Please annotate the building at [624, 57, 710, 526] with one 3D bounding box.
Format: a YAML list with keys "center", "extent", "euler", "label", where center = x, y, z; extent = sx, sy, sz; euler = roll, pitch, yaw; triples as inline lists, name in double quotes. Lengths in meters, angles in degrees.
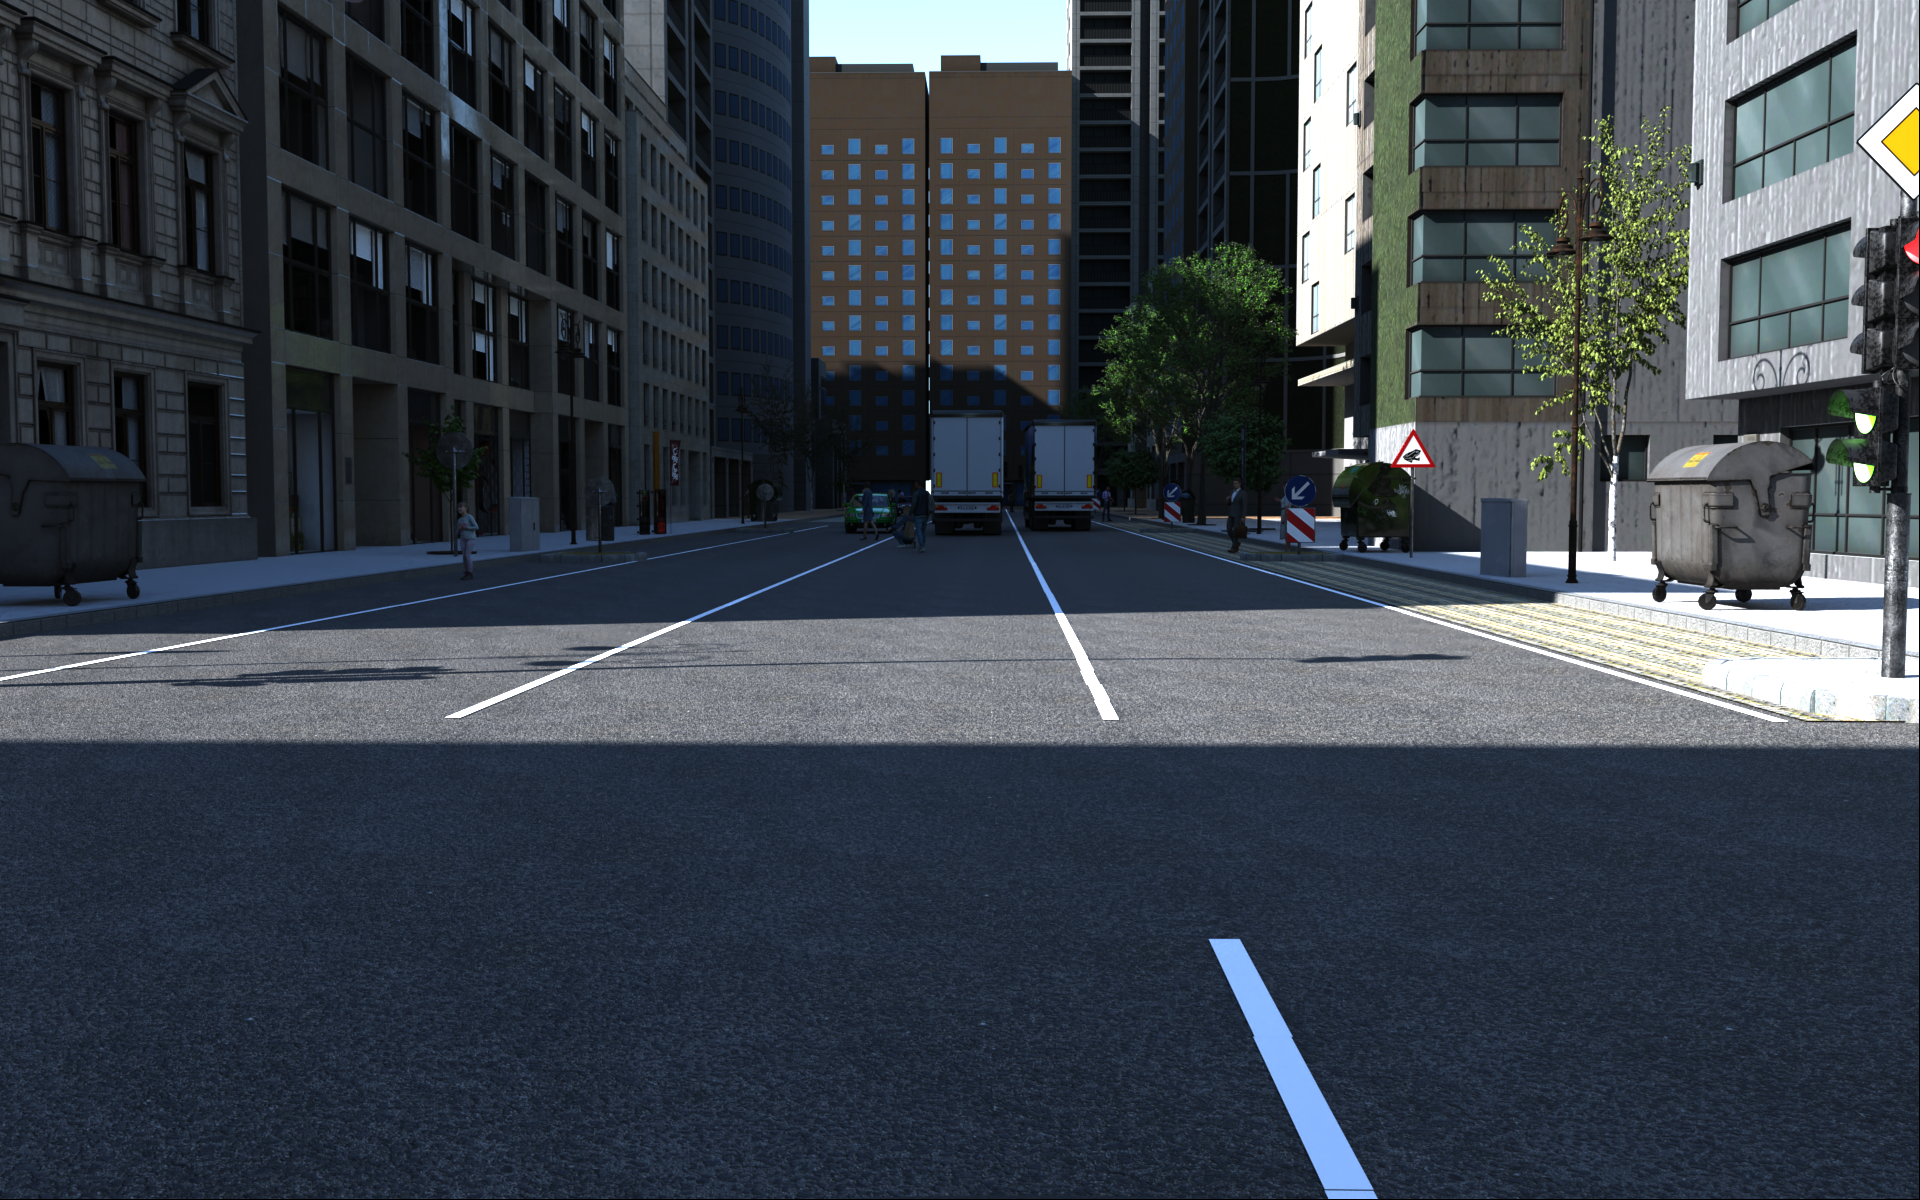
- center: [-17.808, -13.619, 77.419]
  extent: [10.420, 20.320, 16.860]
  euler: [0, 4, 1]
  label: "building"

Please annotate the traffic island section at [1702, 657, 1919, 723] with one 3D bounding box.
- center: [6.558, 0.621, 12.133]
  extent: [2.009, 0.180, 2.903]
  euler: [0, 4, 1]
  label: "traffic island section"

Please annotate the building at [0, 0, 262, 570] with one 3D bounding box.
- center: [-18.671, -9.773, 24.423]
  extent: [10.561, 19.102, 19.286]
  euler: [0, 4, 1]
  label: "building"

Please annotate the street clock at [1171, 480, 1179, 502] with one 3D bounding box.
- center: [10.731, -5.015, 86.563]
  extent: [0.358, 2.002, 0.471]
  euler: [-2, 4, -25]
  label: "street clock"

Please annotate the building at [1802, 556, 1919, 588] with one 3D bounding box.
- center: [19.025, -15.290, 21.692]
  extent: [14.107, 30.474, 14.160]
  euler: [0, 4, 1]
  label: "building"

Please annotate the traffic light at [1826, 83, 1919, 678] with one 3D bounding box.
- center: [6.518, -1.413, 12.020]
  extent: [0.839, 4.253, 0.868]
  euler: [0, 4, 1]
  label: "traffic light"

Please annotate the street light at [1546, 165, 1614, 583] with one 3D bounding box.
- center: [8.824, -3.181, 24.799]
  extent: [0.468, 5.910, 1.993]
  euler: [0, 4, 1]
  label: "street light"

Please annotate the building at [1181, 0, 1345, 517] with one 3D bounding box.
- center: [23.638, -40.759, 104.654]
  extent: [20.563, 71.187, 20.611]
  euler: [0, 4, 1]
  label: "building"

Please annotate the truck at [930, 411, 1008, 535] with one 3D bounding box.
- center: [0.364, -4.582, 63.827]
  extent: [2.839, 4.237, 11.283]
  euler: [0, 4, 1]
  label: "truck"

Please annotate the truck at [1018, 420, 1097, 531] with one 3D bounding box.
- center: [3.948, -5.018, 70.962]
  extent: [2.839, 4.237, 11.283]
  euler: [0, 3, 0]
  label: "truck"

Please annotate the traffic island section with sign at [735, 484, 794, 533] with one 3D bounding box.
- center: [-7.216, -3.398, 64.186]
  extent: [1.989, 1.847, 2.006]
  euler: [0, 4, 1]
  label: "traffic island section with sign"

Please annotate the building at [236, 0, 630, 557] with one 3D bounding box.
- center: [-23.163, -15.116, 51.662]
  extent: [19.350, 26.468, 34.151]
  euler: [0, 4, 1]
  label: "building"

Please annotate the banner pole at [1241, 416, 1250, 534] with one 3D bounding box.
- center: [9.075, -4.005, 55.497]
  extent: [0.401, 3.779, 0.863]
  euler: [0, 4, -1]
  label: "banner pole"

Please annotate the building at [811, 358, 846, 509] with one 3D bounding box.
- center: [-26.326, -51.090, 147.999]
  extent: [31.000, 86.520, 22.319]
  euler: [0, 4, 1]
  label: "building"

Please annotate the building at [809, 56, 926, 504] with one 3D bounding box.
- center: [-10.437, -32.466, 180.932]
  extent: [14.200, 45.320, 14.600]
  euler: [0, 4, 1]
  label: "building"

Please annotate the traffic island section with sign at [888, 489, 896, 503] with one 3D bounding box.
- center: [-5.517, -8.113, 141.271]
  extent: [1.989, 1.847, 2.006]
  euler: [0, 4, 1]
  label: "traffic island section with sign"

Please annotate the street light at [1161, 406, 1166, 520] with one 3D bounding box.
- center: [10.163, -6.950, 86.426]
  extent: [0.468, 5.910, 1.993]
  euler: [0, 4, 1]
  label: "street light"

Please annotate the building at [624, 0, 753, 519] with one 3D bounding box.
- center: [-22.624, -40.276, 96.763]
  extent: [20.563, 71.187, 20.611]
  euler: [0, 4, 1]
  label: "building"

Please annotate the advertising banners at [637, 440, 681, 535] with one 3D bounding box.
- center: [-9.578, -3.612, 55.251]
  extent: [0.090, 3.025, 2.074]
  euler: [2, 4, 32]
  label: "advertising banners"

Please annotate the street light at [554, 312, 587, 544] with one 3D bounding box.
- center: [-9.873, -4.360, 44.081]
  extent: [0.468, 5.910, 1.993]
  euler: [0, 4, 1]
  label: "street light"

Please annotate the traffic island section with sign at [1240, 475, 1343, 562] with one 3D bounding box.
- center: [7.117, -1.763, 37.456]
  extent: [1.989, 1.847, 2.006]
  euler: [0, 4, 1]
  label: "traffic island section with sign"

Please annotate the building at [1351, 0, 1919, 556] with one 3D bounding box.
- center: [17.274, -16.677, 44.364]
  extent: [14.160, 30.474, 14.107]
  euler: [0, 4, 1]
  label: "building"

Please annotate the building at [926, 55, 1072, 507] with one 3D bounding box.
- center: [4.169, -32.432, 180.379]
  extent: [14.200, 45.320, 14.600]
  euler: [0, 4, 1]
  label: "building"

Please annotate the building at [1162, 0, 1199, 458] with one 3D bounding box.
- center: [22.059, -28.914, 122.855]
  extent: [14.600, 45.320, 14.200]
  euler: [0, 4, 1]
  label: "building"

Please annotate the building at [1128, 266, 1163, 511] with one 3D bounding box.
- center: [29.017, -18.343, 144.944]
  extent: [27.650, 21.520, 28.899]
  euler: [0, 4, 1]
  label: "building"

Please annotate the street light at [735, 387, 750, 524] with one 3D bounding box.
- center: [-9.387, -6.233, 74.700]
  extent: [0.468, 5.910, 1.993]
  euler: [0, 4, 1]
  label: "street light"

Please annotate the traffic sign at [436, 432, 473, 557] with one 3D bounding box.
- center: [-10.357, -2.164, 35.496]
  extent: [0.768, 2.556, 0.104]
  euler: [0, 4, 2]
  label: "traffic sign"

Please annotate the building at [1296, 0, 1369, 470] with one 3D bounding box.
- center: [29.878, -29.537, 72.162]
  extent: [28.713, 52.752, 27.495]
  euler: [0, 4, 1]
  label: "building"

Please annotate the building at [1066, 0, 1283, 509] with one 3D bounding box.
- center: [21.790, -45.580, 183.490]
  extent: [20.611, 71.187, 20.563]
  euler: [0, 4, 1]
  label: "building"

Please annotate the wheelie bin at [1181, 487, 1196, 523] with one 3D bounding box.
- center: [10.166, -4.234, 77.133]
  extent: [0.693, 1.594, 0.980]
  euler: [0, 4, 6]
  label: "wheelie bin"

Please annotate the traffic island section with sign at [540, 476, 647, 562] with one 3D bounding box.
- center: [-7.810, -1.750, 37.237]
  extent: [1.989, 1.847, 2.006]
  euler: [0, 4, 1]
  label: "traffic island section with sign"

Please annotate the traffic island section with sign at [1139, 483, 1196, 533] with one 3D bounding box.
- center: [7.717, -3.418, 64.505]
  extent: [1.989, 1.847, 2.006]
  euler: [0, 4, 1]
  label: "traffic island section with sign"

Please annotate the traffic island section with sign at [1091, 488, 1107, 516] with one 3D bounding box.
- center: [8.822, -6.482, 114.606]
  extent: [1.989, 1.847, 2.006]
  euler: [0, 4, 1]
  label: "traffic island section with sign"

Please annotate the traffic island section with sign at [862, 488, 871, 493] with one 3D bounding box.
- center: [-6.119, -6.463, 114.298]
  extent: [1.989, 1.847, 2.006]
  euler: [0, 4, 1]
  label: "traffic island section with sign"

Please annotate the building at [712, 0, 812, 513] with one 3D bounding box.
- center: [-22.535, -35.449, 121.592]
  extent: [21.231, 58.520, 28.212]
  euler: [0, 4, 1]
  label: "building"

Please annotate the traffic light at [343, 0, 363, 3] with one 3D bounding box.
- center: [-6.546, -2.303, 12.325]
  extent: [4.771, 5.953, 1.251]
  euler: [0, 4, 1]
  label: "traffic light"

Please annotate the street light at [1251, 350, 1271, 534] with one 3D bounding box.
- center: [9.620, -5.063, 55.561]
  extent: [0.468, 5.910, 1.993]
  euler: [0, 4, 1]
  label: "street light"

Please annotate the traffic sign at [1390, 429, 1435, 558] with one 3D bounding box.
- center: [9.089, -2.129, 34.817]
  extent: [0.884, 2.594, 0.081]
  euler: [0, 4, 5]
  label: "traffic sign"
